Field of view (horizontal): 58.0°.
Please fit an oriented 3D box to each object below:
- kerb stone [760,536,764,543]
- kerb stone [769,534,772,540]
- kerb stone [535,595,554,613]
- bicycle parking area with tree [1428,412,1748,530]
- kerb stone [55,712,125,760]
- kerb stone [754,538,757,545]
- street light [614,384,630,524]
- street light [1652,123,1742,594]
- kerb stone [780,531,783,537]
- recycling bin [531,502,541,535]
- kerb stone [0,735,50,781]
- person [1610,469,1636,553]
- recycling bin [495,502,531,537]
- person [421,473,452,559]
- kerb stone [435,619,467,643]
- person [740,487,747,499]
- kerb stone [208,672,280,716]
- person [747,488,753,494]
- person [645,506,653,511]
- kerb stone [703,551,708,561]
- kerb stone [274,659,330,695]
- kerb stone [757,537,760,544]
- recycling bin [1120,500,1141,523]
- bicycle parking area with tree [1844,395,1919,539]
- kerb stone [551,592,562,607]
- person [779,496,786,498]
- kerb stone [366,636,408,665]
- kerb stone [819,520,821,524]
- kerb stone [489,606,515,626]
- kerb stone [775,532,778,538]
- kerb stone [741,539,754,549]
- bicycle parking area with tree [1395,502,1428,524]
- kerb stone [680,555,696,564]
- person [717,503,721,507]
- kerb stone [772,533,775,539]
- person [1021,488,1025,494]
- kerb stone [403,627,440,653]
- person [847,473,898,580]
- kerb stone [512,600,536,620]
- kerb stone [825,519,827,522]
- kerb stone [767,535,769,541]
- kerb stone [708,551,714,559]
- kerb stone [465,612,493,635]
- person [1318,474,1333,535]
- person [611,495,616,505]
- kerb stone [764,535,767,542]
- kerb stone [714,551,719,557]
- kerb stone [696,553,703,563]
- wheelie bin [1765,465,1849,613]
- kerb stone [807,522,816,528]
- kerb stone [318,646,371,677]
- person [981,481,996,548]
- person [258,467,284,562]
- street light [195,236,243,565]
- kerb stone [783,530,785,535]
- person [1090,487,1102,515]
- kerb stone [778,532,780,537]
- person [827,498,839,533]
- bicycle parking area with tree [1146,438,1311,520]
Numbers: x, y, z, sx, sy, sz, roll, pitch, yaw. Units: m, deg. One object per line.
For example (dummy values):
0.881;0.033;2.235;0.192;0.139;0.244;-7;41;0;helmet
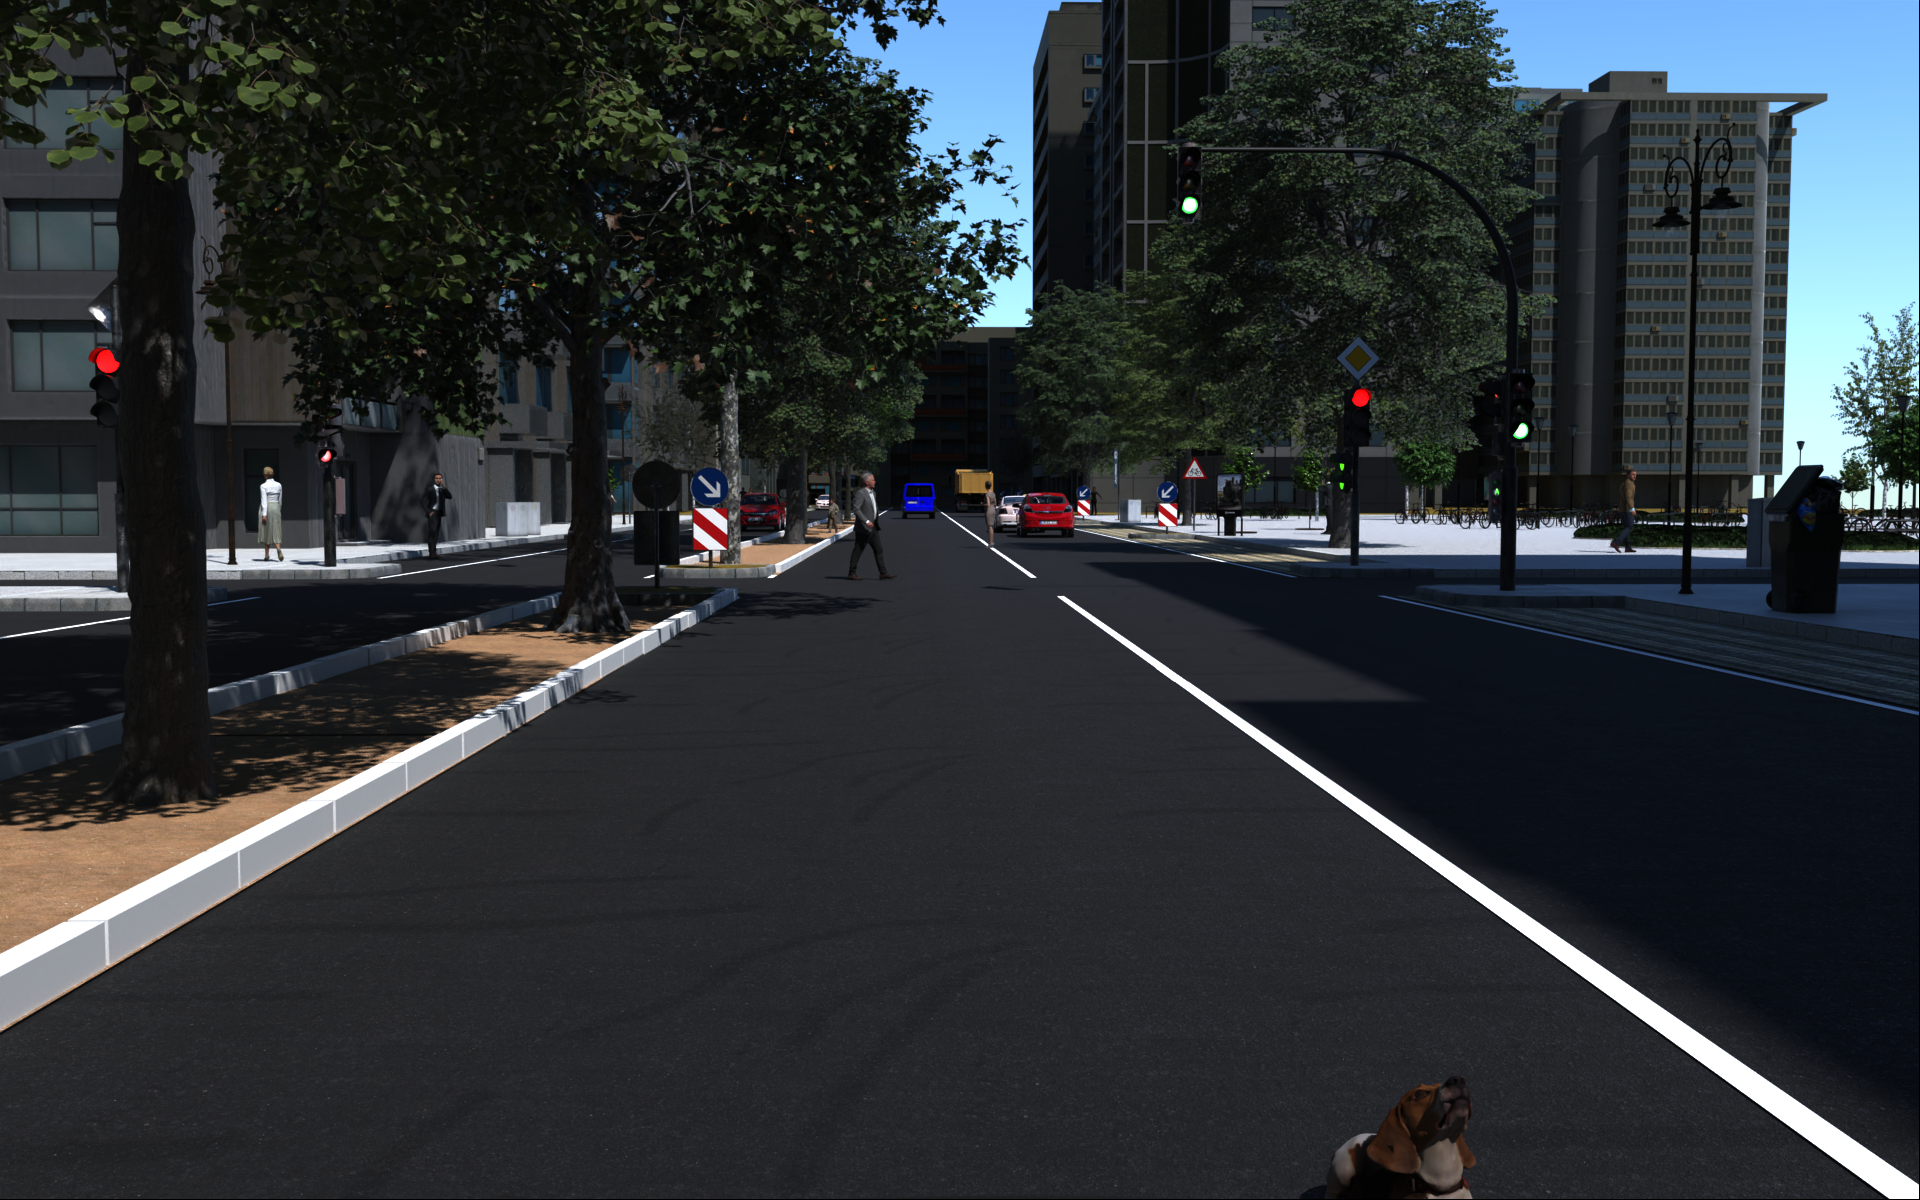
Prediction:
-5.877;-1.714;50.244;0.120;0.150;1.000;0;4;-1;kerb stone
-5.959;-1.904;53.329;0.120;0.150;1.000;0;4;-1;kerb stone
-5.125;0.075;21.025;0.120;0.150;1.000;0;4;-1;kerb stone
23.434;-4.641;62.881;9.016;4.147;8.231;-2;4;-26;bicycle parking area with tree
-4.845;0.762;9.757;0.120;0.150;1.000;0;4;-1;kerb stone
-5.822;-1.583;48.196;0.120;0.150;1.000;0;4;-1;kerb stone
-14.220;-6.137;73.130;0.468;5.910;1.993;0;4;-1;street light
9.337;-3.016;22.097;0.468;5.910;1.993;0;4;-1;street light
-6.063;-2.154;57.431;0.120;0.150;1.000;0;4;-1;kerb stone
-13.571;-2.558;54.369;0.722;1.027;0.722;-1;4;-19;recycling bin
-4.819;0.823;8.736;0.120;0.150;1.000;0;4;-1;kerb stone
14.576;-1.952;37.865;0.836;1.842;0.656;-2;4;-29;person
-13.609;-2.447;52.559;0.722;1.027;0.722;3;5;42;recycling bin
-11.571;-1.865;38.358;0.474;1.900;0.648;1;4;22;person
-5.033;0.322;16.928;0.120;0.150;1.000;0;4;-1;kerb stone
-16.610;-7.750;132.764;1.348;1.822;0.705;0;4;-2;person
-4.900;0.638;11.806;0.120;0.150;1.000;0;4;-1;kerb stone
-15.881;-7.644;131.732;1.217;1.735;0.721;-3;5;-42;person
-17.312;-5.526;96.406;0.660;1.820;0.620;2;4;31;person
-5.536;-0.901;36.919;0.120;0.150;1.000;0;4;-1;kerb stone
-4.920;0.577;12.832;0.120;0.150;1.000;0;4;-1;kerb stone
-5.855;-1.647;49.219;0.120;0.150;1.000;0;4;-1;kerb stone
7.731;-4.036;78.550;0.722;1.027;0.722;-2;4;-28;recycling bin
27.373;-3.721;47.838;9.016;4.147;8.231;1;4;18;bicycle parking area with tree
-5.160;0.008;22.061;0.120;0.150;1.000;0;4;-1;kerb stone
-17.427;-10.125;172.107;1.217;1.766;0.721;-1;4;-18;person
-4.975;0.447;14.881;0.120;0.150;1.000;0;4;-1;kerb stone
-6.642;-3.535;79.997;0.120;0.150;1.000;0;4;-1;kerb stone
-5.083;0.197;18.976;0.120;0.150;1.000;0;4;-1;kerb stone
-6.015;-2.028;55.384;0.120;0.150;1.000;0;4;-1;kerb stone
-5.800;-1.522;47.174;0.120;0.150;1.000;0;4;-1;kerb stone
23.756;-5.315;73.902;9.016;4.147;8.231;-2;4;-31;bicycle parking area with tree
-5.480;-0.775;34.861;0.120;0.150;1.000;0;4;-1;kerb stone
-16.388;-6.813;118.148;1.217;1.735;0.721;-1;4;-9;person
-5.980;-1.967;54.356;0.120;0.150;1.000;0;4;-1;kerb stone
6.370;-10.668;180.088;1.348;1.869;0.705;0;4;7;person
-4.998;0.385;15.903;0.120;0.150;1.000;0;4;-1;kerb stone
-1.473;-1.216;28.786;0.834;1.777;0.661;1;4;16;person
-5.103;0.134;20.003;0.120;0.150;1.000;0;4;-1;kerb stone
-6.769;-3.850;85.139;0.120;0.150;1.000;0;4;-1;kerb stone
-5.933;-1.842;52.307;0.120;0.150;1.000;0;4;-1;kerb stone
-5.563;-0.963;37.943;0.120;0.150;1.000;0;4;-1;kerb stone
-5.050;0.261;17.955;0.120;0.150;1.000;0;4;-1;kerb stone
11.632;-3.031;54.962;0.474;1.900;0.648;1;4;23;person
-18.695;-5.238;92.361;0.731;1.740;0.598;-1;4;-17;person
-5.907;-1.779;51.279;0.120;0.150;1.000;0;4;-1;kerb stone
-5.588;-1.026;38.965;0.120;0.150;1.000;0;4;-1;kerb stone
-5.509;-0.832;35.897;0.120;0.150;1.000;0;4;-1;kerb stone
9.221;-0.671;18.879;0.693;1.594;0.980;0;4;4;wheelie bin
-6.523;-3.284;75.888;0.120;0.150;1.000;0;4;-1;kerb stone
-4.956;0.510;13.859;0.120;0.150;1.000;0;4;-1;kerb stone
0.753;-2.253;45.684;0.374;1.781;0.599;2;4;25;person
-13.039;-1.625;32.838;0.478;1.798;0.641;-3;5;-42;person
-13.221;-3.578;31.295;0.468;5.910;1.993;0;4;-1;street light
-6.088;-2.214;58.453;0.120;0.150;1.000;0;4;-1;kerb stone
8.307;-6.184;107.874;1.217;1.735;0.721;2;4;33;person
-6.040;-2.092;56.406;0.120;0.150;1.000;0;4;-1;kerb stone
-4.635;-3.099;63.435;0.475;1.303;0.640;1;4;18;person
13.823;-6.292;89.875;8.231;4.147;9.016;0;4;5;bicycle parking area with tree
